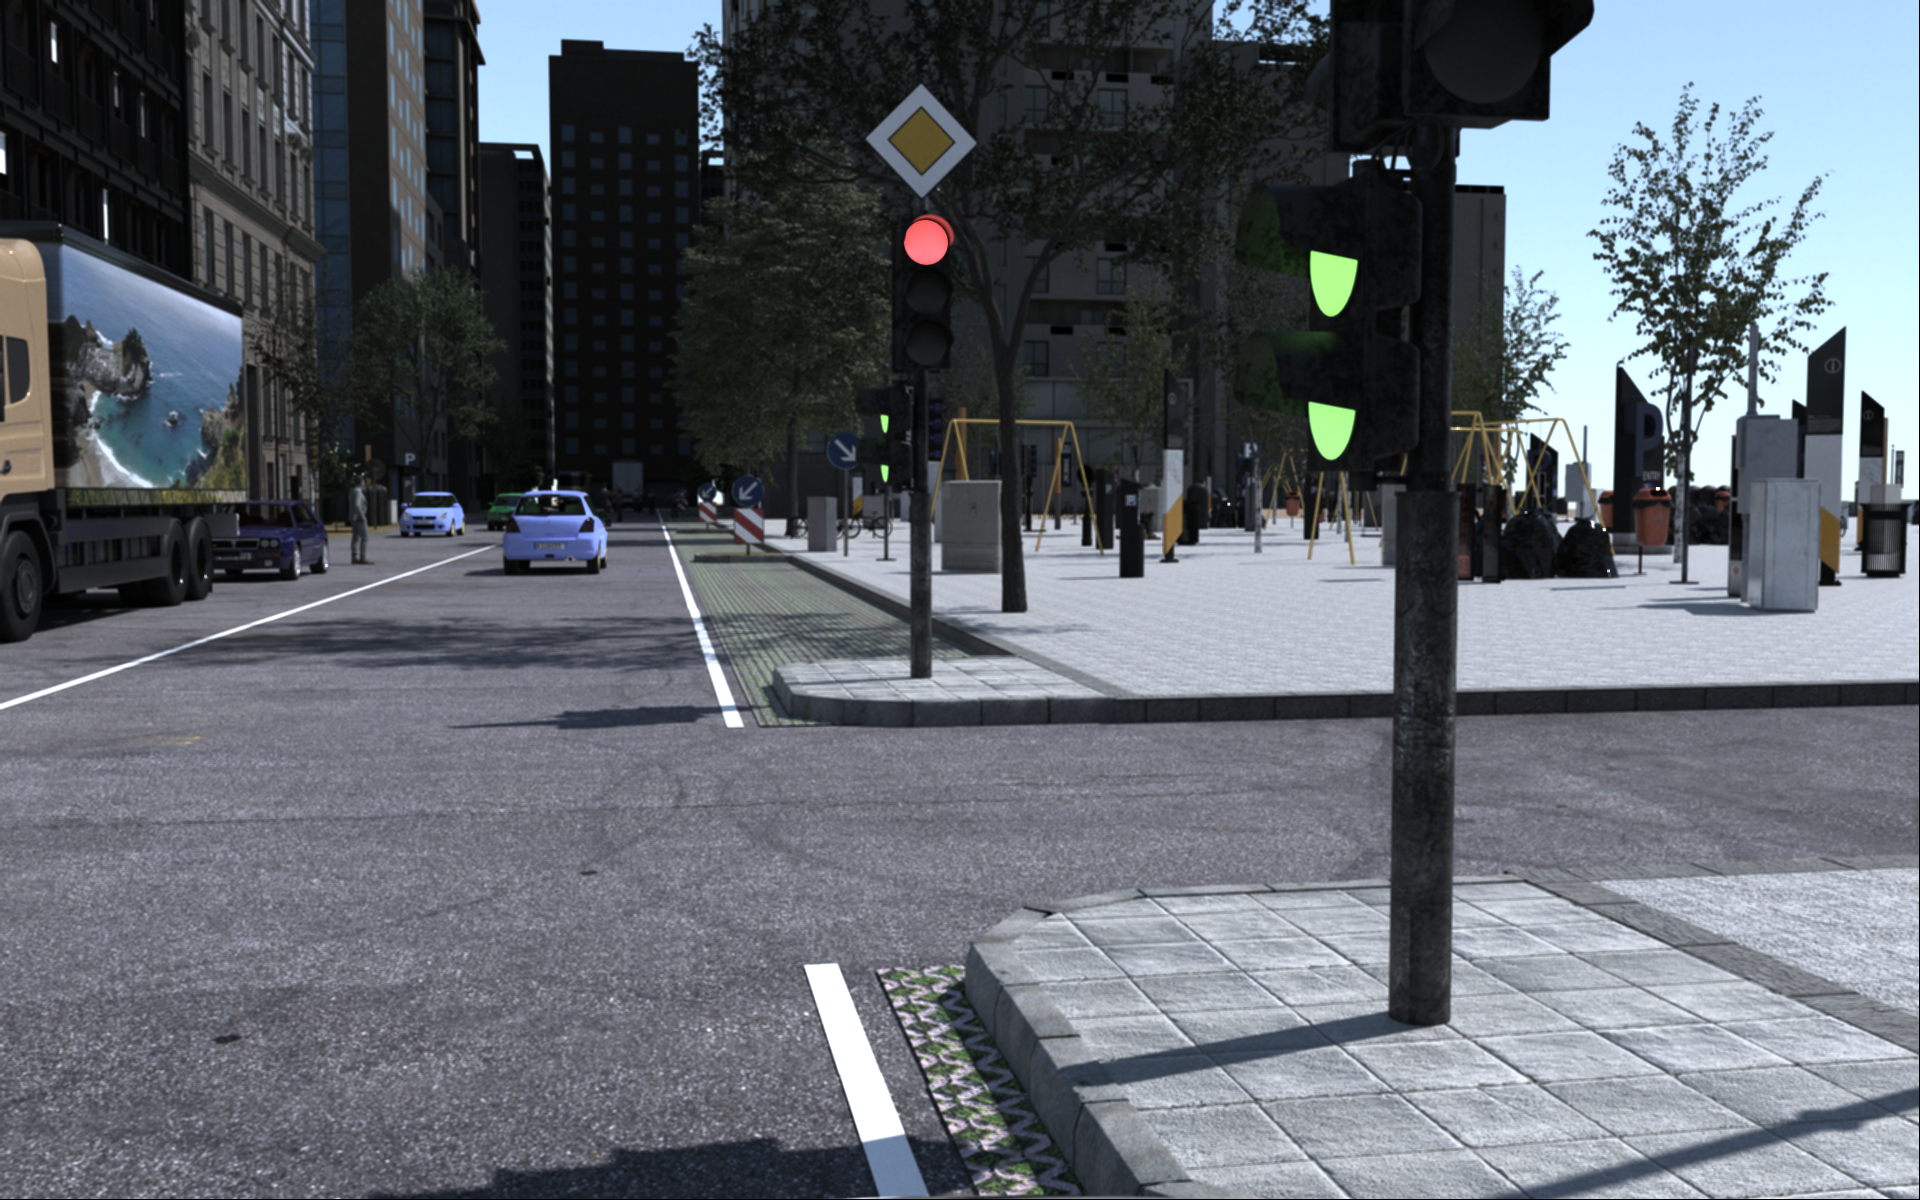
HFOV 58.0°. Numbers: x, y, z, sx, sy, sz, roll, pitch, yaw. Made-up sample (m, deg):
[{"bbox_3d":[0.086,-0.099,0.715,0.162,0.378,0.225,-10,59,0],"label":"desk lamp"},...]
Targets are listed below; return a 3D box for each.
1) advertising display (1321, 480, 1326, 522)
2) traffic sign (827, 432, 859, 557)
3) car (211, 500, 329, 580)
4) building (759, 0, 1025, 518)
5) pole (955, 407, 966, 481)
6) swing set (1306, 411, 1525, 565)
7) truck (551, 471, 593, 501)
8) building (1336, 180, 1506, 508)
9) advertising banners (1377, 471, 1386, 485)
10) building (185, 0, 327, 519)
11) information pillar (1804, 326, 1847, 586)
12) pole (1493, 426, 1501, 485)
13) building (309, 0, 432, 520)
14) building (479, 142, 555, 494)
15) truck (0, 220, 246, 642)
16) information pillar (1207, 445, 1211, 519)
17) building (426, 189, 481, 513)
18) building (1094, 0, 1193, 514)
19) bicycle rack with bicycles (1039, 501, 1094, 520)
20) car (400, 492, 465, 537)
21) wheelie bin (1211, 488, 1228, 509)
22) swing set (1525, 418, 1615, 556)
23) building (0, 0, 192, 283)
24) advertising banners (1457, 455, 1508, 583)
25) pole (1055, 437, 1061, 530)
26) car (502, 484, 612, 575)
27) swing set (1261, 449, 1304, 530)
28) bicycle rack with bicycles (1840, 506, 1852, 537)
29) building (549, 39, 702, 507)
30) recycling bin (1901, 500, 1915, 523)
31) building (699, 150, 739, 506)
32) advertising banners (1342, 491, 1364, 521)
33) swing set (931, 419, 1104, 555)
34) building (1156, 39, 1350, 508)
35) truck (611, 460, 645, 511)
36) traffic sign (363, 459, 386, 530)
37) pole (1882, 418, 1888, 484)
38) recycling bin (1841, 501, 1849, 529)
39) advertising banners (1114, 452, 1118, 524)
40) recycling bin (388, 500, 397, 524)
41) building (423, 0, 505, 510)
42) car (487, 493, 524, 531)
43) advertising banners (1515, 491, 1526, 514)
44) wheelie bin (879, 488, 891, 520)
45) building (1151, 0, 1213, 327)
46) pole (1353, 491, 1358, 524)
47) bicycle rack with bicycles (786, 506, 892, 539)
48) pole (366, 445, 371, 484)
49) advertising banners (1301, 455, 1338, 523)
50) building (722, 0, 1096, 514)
[{"bbox_3d":[16.364,-4.553,79.657,0.974,1.923,0.123,3,4,36],"label":"advertising display"},{"bbox_3d":[-2.343,-2.166,35.526,0.768,2.556,0.104,0,4,-7],"label":"traffic sign"},{"bbox_3d":[-12.057,-1.054,29.817,1.945,1.354,3.894,-1,4,-10],"label":"car"},{"bbox_3d":[-4.443,-25.384,98.621,14.154,41.232,14.086,-1,4,-10],"label":"building"},{"bbox_3d":[0.046,-2.874,40.836,0.158,3.312,0.155,0,3,0],"label":"pole"},{"bbox_3d":[8.531,-2.152,32.799,3.119,2.851,2.862,0,4,-5],"label":"swing set"},{"bbox_3d":[-32.935,-9.308,148.107,3.469,3.379,9.791,-1,4,-9],"label":"truck"},{"bbox_3d":[41.593,-23.957,163.390,14.107,30.474,14.160,-1,4,-10],"label":"building"},{"bbox_3d":[12.961,-3.327,50.582,2.074,3.025,0.090,1,4,20],"label":"advertising banners"},{"bbox_3d":[-29.468,-15.886,56.992,12.463,27.353,25.104,-1,4,-10],"label":"building"},{"bbox_3d":[12.119,-2.013,24.272,0.504,3.616,0.183,2,4,33],"label":"information pillar"},{"bbox_3d":[16.034,-3.541,51.742,0.158,3.312,0.155,0,3,0],"label":"pole"},{"bbox_3d":[-35.530,-26.835,88.856,14.600,45.320,14.200,-1,4,-10],"label":"building"},{"bbox_3d":[-54.990,-29.933,181.291,23.993,40.220,32.217,-1,4,-10],"label":"building"},{"bbox_3d":[-10.810,-1.896,19.910,2.839,4.237,11.283,-1,4,-10],"label":"truck"},{"bbox_3d":[11.958,-5.618,83.205,0.183,3.616,0.504,0,4,-6],"label":"information pillar"},{"bbox_3d":[-46.231,-16.186,109.677,27.650,21.520,28.899,-1,4,-10],"label":"building"},{"bbox_3d":[-1.191,-32.499,120.598,28.713,52.752,27.495,-1,4,-10],"label":"building"},{"bbox_3d":[5.260,-4.576,88.206,2.852,0.926,2.925,-1,4,-18],"label":"bicycle rack with bicycles"},{"bbox_3d":[-17.871,-3.002,58.677,1.945,1.707,3.694,0,4,-8],"label":"car"},{"bbox_3d":[13.136,-4.896,87.964,0.693,1.594,0.980,3,4,37],"label":"wheelie bin"},{"bbox_3d":[11.794,-2.405,36.940,2.862,2.851,3.119,-1,4,-18],"label":"swing set"},{"bbox_3d":[-25.173,-12.688,37.124,12.332,23.373,15.834,-1,4,-10],"label":"building"},{"bbox_3d":[7.527,-1.805,25.702,0.090,3.025,2.074,-1,4,-13],"label":"advertising banners"},{"bbox_3d":[3.531,-4.199,62.499,0.158,3.312,0.155,0,3,0],"label":"pole"},{"bbox_3d":[-7.484,-1.383,32.200,1.945,1.707,3.694,-1,4,-9],"label":"car"},{"bbox_3d":[12.580,-3.869,60.878,3.119,2.851,2.862,-1,4,-23],"label":"swing set"},{"bbox_3d":[27.177,-2.411,52.809,2.852,0.926,2.925,2,4,31],"label":"bicycle rack with bicycles"},{"bbox_3d":[-33.658,-32.123,175.327,14.200,45.320,14.600,-1,4,-10],"label":"building"},{"bbox_3d":[42.598,-3.984,77.699,0.722,1.027,0.722,3,4,37],"label":"recycling bin"},{"bbox_3d":[-16.517,-30.353,188.151,23.993,40.220,32.217,-1,4,-10],"label":"building"},{"bbox_3d":[19.186,-5.364,83.894,2.074,3.025,0.090,-2,4,-29],"label":"advertising banners"},{"bbox_3d":[0.992,-2.396,36.798,3.119,2.851,2.862,-2,4,-27],"label":"swing set"},{"bbox_3d":[26.848,-29.186,160.791,14.086,41.232,14.154,-1,4,-10],"label":"building"},{"bbox_3d":[-27.995,-9.612,146.063,2.839,4.237,11.283,-1,4,-11],"label":"truck"},{"bbox_3d":[-21.102,-3.813,62.449,0.768,2.556,0.104,-1,4,-10],"label":"traffic sign"},{"bbox_3d":[24.622,-3.205,46.250,0.158,3.312,0.155,0,3,0],"label":"pole"},{"bbox_3d":[32.001,-3.112,63.441,0.722,1.027,0.722,-2,4,-24],"label":"recycling bin"},{"bbox_3d":[6.448,-4.737,73.643,0.090,3.025,2.074,-1,4,-9],"label":"advertising banners"},{"bbox_3d":[-24.307,-3.719,73.353,0.722,1.027,0.722,0,4,2],"label":"recycling bin"},{"bbox_3d":[-52.798,-29.876,143.091,28.867,44.769,22.147,-1,4,-10],"label":"building"},{"bbox_3d":[-17.744,-3.683,69.021,1.959,1.807,4.718,-1,4,-8],"label":"car"},{"bbox_3d":[24.122,-4.934,76.855,2.074,3.025,0.090,2,4,23],"label":"advertising banners"},{"bbox_3d":[-3.674,-4.624,83.518,0.693,1.594,0.980,0,4,4],"label":"wheelie bin"},{"bbox_3d":[10.285,-39.425,186.604,28.212,58.520,21.231,-1,4,-10],"label":"building"},{"bbox_3d":[17.067,-4.939,74.596,0.158,3.312,0.155,0,3,0],"label":"pole"},{"bbox_3d":[-3.738,-2.232,49.876,2.925,0.926,2.852,1,4,23],"label":"bicycle rack with bicycles"},{"bbox_3d":[-24.624,-4.789,72.151,0.158,3.312,0.155,0,3,0],"label":"pole"},{"bbox_3d":[16.042,-4.965,77.368,2.074,3.025,0.090,-2,4,-25],"label":"advertising banners"},{"bbox_3d":[-6.096,-34.151,147.601,28.713,52.752,27.495,-1,4,-10],"label":"building"}]
